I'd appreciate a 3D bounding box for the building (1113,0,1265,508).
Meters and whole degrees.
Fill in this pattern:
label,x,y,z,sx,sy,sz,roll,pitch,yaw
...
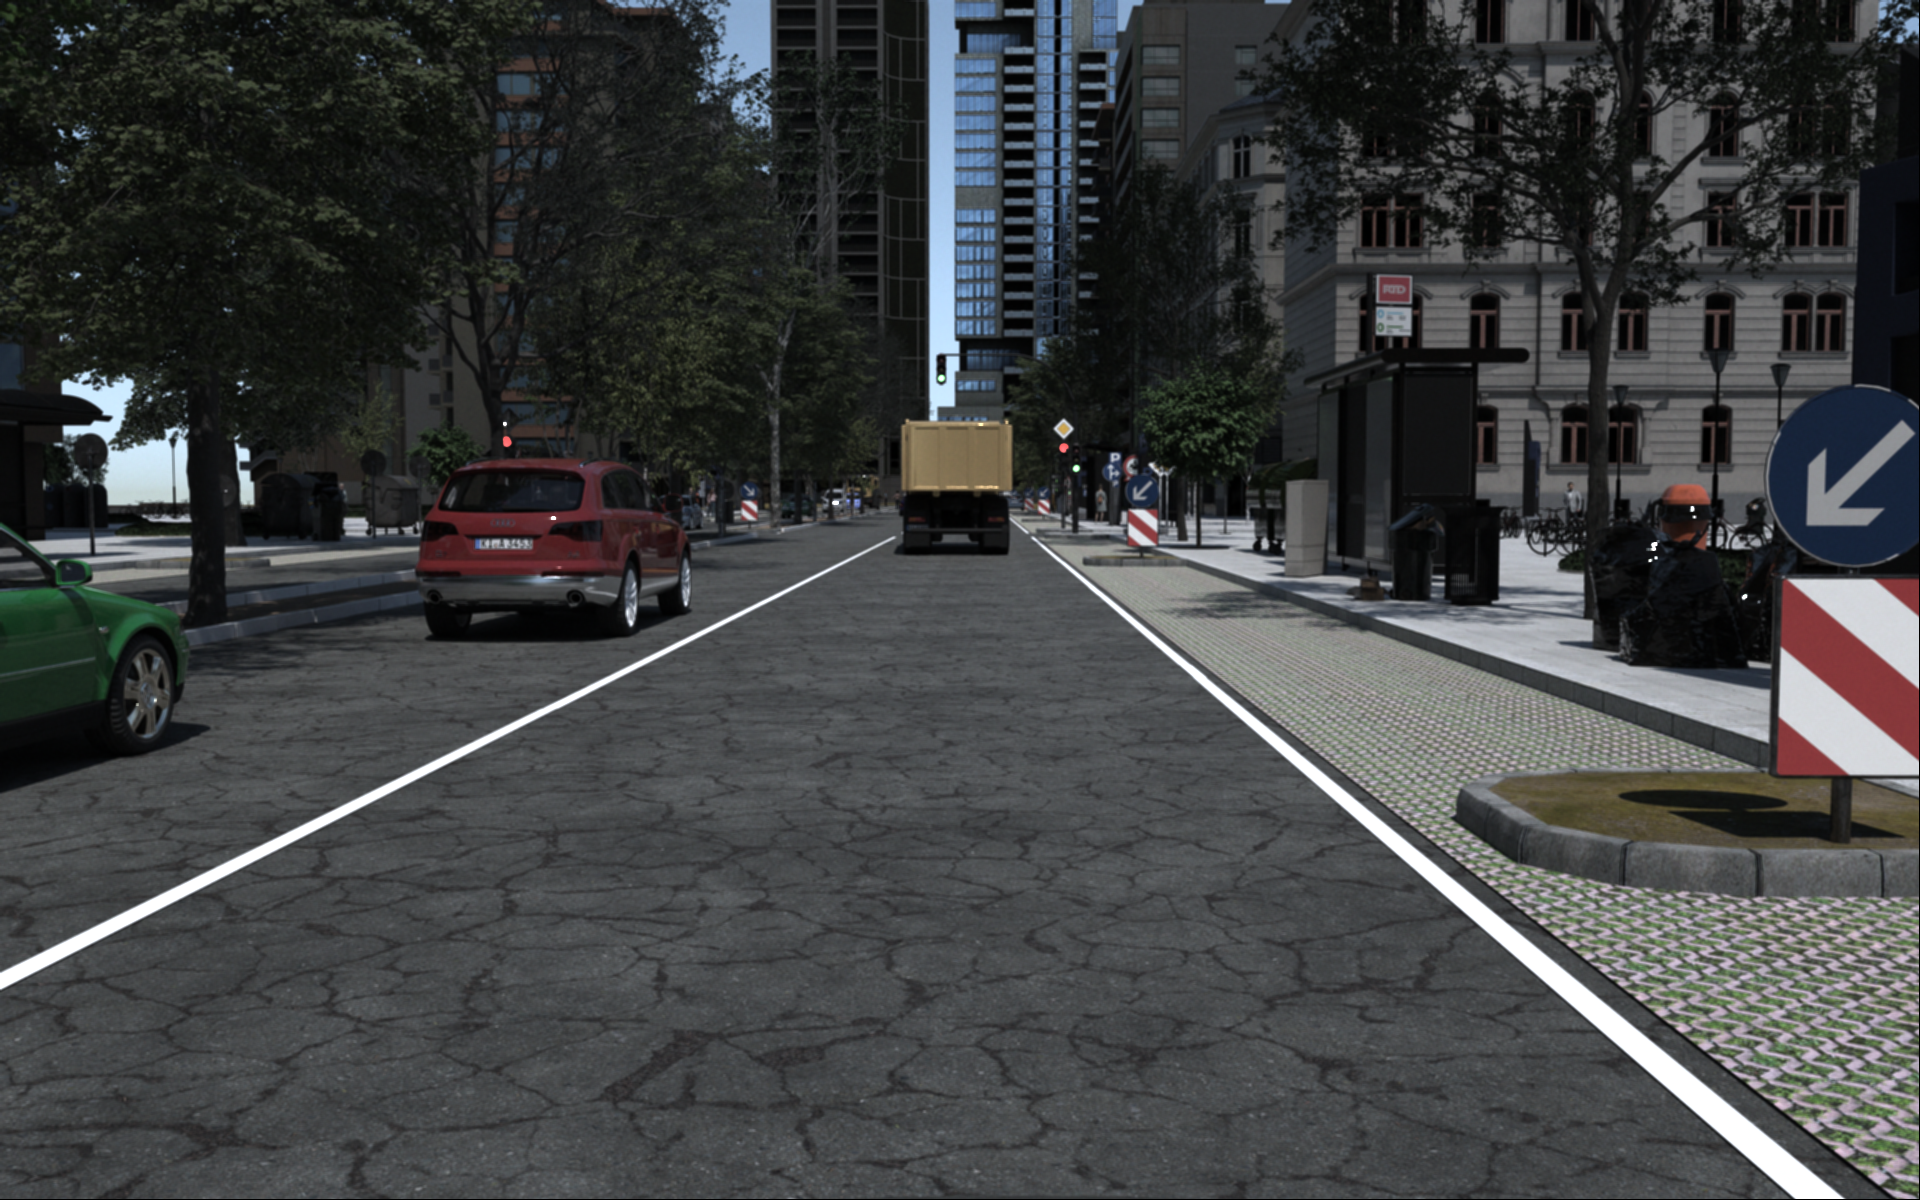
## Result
label,x,y,z,sx,sy,sz,roll,pitch,yaw
building,26.307,-33.224,166.920,21.300,48.544,21.600,0,4,1

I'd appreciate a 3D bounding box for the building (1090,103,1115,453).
label,x,y,z,sx,sy,sz,roll,pitch,yaw
building,25.892,-32.881,192.229,22.147,44.769,28.867,0,4,1

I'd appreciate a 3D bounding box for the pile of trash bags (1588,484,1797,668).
label,x,y,z,sx,sy,sz,roll,pitch,yaw
pile of trash bags,6.175,-0.276,14.261,1.912,1.369,3.447,1,4,13

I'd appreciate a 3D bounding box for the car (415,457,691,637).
label,x,y,z,sx,sy,sz,roll,pitch,yaw
car,-4.282,-0.628,18.948,2.281,1.827,5.304,0,4,1

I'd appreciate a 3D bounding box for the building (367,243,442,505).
label,x,y,z,sx,sy,sz,roll,pitch,yaw
building,-59.614,-26.270,201.211,14.107,30.474,14.160,0,4,1

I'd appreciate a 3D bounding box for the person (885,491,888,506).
label,x,y,z,sx,sy,sz,roll,pitch,yaw
person,-8.755,-12.052,205.528,0.705,1.826,1.348,1,4,8

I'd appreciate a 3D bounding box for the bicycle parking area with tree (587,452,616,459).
label,x,y,z,sx,sy,sz,roll,pitch,yaw
bicycle parking area with tree,-25.007,-8.159,120.398,9.016,4.147,8.231,1,4,19

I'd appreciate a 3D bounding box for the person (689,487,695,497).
label,x,y,z,sx,sy,sz,roll,pitch,yaw
person,-13.515,-4.815,87.650,0.534,1.772,0.576,-2,4,-33

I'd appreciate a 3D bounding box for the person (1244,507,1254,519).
label,x,y,z,sx,sy,sz,roll,pitch,yaw
person,15.193,-4.773,89.573,1.012,1.151,0.738,0,4,7

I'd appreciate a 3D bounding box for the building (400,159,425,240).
label,x,y,z,sx,sy,sz,roll,pitch,yaw
building,-72.377,-37.828,242.196,21.600,48.544,21.300,0,4,1

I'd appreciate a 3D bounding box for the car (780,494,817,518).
label,x,y,z,sx,sy,sz,roll,pitch,yaw
car,-9.605,-5.607,103.476,2.131,1.459,4.920,0,4,1

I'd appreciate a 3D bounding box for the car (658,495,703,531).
label,x,y,z,sx,sy,sz,roll,pitch,yaw
car,-11.404,-3.516,69.481,2.014,1.417,4.499,0,4,0

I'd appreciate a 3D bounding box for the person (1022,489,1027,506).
label,x,y,z,sx,sy,sz,roll,pitch,yaw
person,7.393,-11.496,193.989,0.705,1.826,1.348,-2,4,-30

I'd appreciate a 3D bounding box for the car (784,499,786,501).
label,x,y,z,sx,sy,sz,roll,pitch,yaw
car,-11.043,-6.596,119.649,2.131,1.459,4.920,0,4,2

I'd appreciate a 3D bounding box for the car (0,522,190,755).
label,x,y,z,sx,sy,sz,roll,pitch,yaw
car,-5.405,0.037,8.187,1.959,1.807,4.718,0,4,2

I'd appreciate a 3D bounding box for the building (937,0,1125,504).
label,x,y,z,sx,sy,sz,roll,pitch,yaw
building,11.030,-56.735,240.280,31.000,86.520,22.319,0,4,1

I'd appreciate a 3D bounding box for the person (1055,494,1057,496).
label,x,y,z,sx,sy,sz,roll,pitch,yaw
person,10.415,-11.578,195.350,1.348,1.823,0.705,-1,4,-10

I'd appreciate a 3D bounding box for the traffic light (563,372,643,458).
label,x,y,z,sx,sy,sz,roll,pitch,yaw
traffic light,-12.453,-5.484,64.335,4.771,5.953,1.251,0,4,1

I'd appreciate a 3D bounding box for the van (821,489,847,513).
label,x,y,z,sx,sy,sz,roll,pitch,yaw
van,-9.688,-7.764,133.945,2.013,2.044,4.112,0,4,1

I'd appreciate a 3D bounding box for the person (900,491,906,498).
label,x,y,z,sx,sy,sz,roll,pitch,yaw
person,-5.616,-10.332,178.166,1.217,1.736,0.721,1,4,11

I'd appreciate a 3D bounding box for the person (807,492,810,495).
label,x,y,z,sx,sy,sz,roll,pitch,yaw
person,-18.513,-12.466,209.805,0.705,1.831,1.348,2,4,30

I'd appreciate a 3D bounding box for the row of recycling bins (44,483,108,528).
label,x,y,z,sx,sy,sz,roll,pitch,yaw
row of recycling bins,-33.937,-3.583,65.699,3.534,1.692,1.069,1,4,12

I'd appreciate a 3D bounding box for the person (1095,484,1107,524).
label,x,y,z,sx,sy,sz,roll,pitch,yaw
person,5.938,-4.043,73.142,0.512,1.701,0.522,1,4,9

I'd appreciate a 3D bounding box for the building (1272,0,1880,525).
label,x,y,z,sx,sy,sz,roll,pitch,yaw
building,26.733,-17.753,77.648,23.554,28.519,14.401,0,4,1

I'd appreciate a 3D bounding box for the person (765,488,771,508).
label,x,y,z,sx,sy,sz,roll,pitch,yaw
person,-17.506,-9.430,159.854,0.705,1.869,1.348,2,4,35

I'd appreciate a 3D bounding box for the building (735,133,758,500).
label,x,y,z,sx,sy,sz,roll,pitch,yaw
building,-38.180,-33.131,196.324,28.867,44.769,22.147,0,4,1

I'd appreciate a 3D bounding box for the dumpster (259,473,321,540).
label,x,y,z,sx,sy,sz,roll,pitch,yaw
dumpster,-19.004,-2.665,49.323,1.264,1.857,1.865,0,4,1

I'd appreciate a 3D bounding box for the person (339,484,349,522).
label,x,y,z,sx,sy,sz,roll,pitch,yaw
person,-28.464,-4.467,79.563,0.515,1.767,0.782,1,4,20

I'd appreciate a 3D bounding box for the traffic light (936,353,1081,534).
label,x,y,z,sx,sy,sz,roll,pitch,yaw
traffic light,1.624,-4.976,56.018,4.771,5.953,1.251,0,4,1

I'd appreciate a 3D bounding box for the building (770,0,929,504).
label,x,y,z,sx,sy,sz,roll,pitch,yaw
building,-14.787,-49.032,239.923,20.611,71.187,20.563,0,4,1

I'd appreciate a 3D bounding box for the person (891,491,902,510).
label,x,y,z,sx,sy,sz,roll,pitch,yaw
person,-5.774,-9.126,158.425,1.217,1.736,0.721,-3,4,-39

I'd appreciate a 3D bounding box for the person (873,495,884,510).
label,x,y,z,sx,sy,sz,roll,pitch,yaw
person,-6.885,-8.353,145.587,1.217,1.766,0.721,2,4,30

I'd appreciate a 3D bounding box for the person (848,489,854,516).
label,x,y,z,sx,sy,sz,roll,pitch,yaw
person,-6.764,-6.047,107.707,0.374,1.781,0.599,1,4,19

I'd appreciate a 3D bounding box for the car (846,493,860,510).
label,x,y,z,sx,sy,sz,roll,pitch,yaw
car,-9.698,-8.967,156.196,1.945,1.707,3.694,0,4,2

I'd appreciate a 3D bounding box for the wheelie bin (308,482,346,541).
label,x,y,z,sx,sy,sz,roll,pitch,yaw
wheelie bin,-17.208,-2.400,47.151,0.693,1.594,0.980,3,5,42

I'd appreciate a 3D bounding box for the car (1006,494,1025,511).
label,x,y,z,sx,sy,sz,roll,pitch,yaw
car,4.681,-8.426,149.762,2.014,1.417,4.499,0,4,1

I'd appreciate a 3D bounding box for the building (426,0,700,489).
label,x,y,z,sx,sy,sz,roll,pitch,yaw
building,-35.139,-30.612,155.133,22.147,44.769,28.867,0,4,1

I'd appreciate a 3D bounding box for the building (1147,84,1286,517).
label,x,y,z,sx,sy,sz,roll,pitch,yaw
building,22.693,-20.826,116.926,17.030,29.872,44.131,0,4,1

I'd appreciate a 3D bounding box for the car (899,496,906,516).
label,x,y,z,sx,sy,sz,roll,pitch,yaw
car,-3.051,-6.170,113.465,1.945,1.354,3.894,0,4,1

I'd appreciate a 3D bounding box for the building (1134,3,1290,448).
label,x,y,z,sx,sy,sz,roll,pitch,yaw
building,21.912,-28.449,148.728,14.154,41.232,14.086,0,4,1

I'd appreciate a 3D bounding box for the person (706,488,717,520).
label,x,y,z,sx,sy,sz,roll,pitch,yaw
person,-13.869,-5.341,96.414,0.593,1.750,0.643,-1,4,-23

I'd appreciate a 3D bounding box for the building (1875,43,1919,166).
label,x,y,z,sx,sy,sz,roll,pitch,yaw
building,47.820,-13.892,76.278,18.267,20.994,9.793,0,4,1

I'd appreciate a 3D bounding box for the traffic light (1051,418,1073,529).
label,x,y,z,sx,sy,sz,roll,pitch,yaw
traffic light,3.815,-4.599,64.118,0.839,4.253,0.868,0,4,1

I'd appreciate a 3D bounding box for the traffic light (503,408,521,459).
label,x,y,z,sx,sy,sz,roll,pitch,yaw
traffic light,-14.643,-4.124,56.341,0.839,4.253,0.868,0,4,1

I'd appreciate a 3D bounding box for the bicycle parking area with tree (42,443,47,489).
label,x,y,z,sx,sy,sz,roll,pitch,yaw
bicycle parking area with tree,-46.123,-5.810,82.002,8.231,4.147,9.016,-2,4,-29

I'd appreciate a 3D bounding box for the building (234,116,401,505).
label,x,y,z,sx,sy,sz,roll,pitch,yaw
building,-73.775,-33.651,200.298,14.200,45.320,14.600,0,4,1

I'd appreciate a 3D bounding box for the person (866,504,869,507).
label,x,y,z,sx,sy,sz,roll,pitch,yaw
person,-10.419,-11.354,194.961,1.217,1.723,0.721,-3,4,-36

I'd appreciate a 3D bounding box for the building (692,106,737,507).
label,x,y,z,sx,sy,sz,roll,pitch,yaw
building,-30.831,-30.155,176.627,14.154,41.232,14.086,0,4,1

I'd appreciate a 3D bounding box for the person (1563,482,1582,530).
label,x,y,z,sx,sy,sz,roll,pitch,yaw
person,21.172,-3.152,59.887,0.661,1.843,0.795,3,5,40

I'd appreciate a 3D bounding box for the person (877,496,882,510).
label,x,y,z,sx,sy,sz,roll,pitch,yaw
person,-7.251,-8.961,155.720,0.721,1.735,1.217,1,4,18

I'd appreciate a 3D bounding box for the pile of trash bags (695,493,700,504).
label,x,y,z,sx,sy,sz,roll,pitch,yaw
pile of trash bags,-16.957,-5.815,104.824,3.447,1.369,1.912,3,5,41

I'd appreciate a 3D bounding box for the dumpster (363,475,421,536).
label,x,y,z,sx,sy,sz,roll,pitch,yaw
dumpster,-17.774,-2.962,54.185,1.264,1.857,1.865,0,4,1

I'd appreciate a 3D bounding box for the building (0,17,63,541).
label,x,y,z,sx,sy,sz,roll,pitch,yaw
building,-32.146,-23.858,40.197,14.200,45.320,14.600,0,4,1

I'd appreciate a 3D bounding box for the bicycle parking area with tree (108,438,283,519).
label,x,y,z,sx,sy,sz,roll,pitch,yaw
bicycle parking area with tree,-40.173,-6.403,91.686,9.016,4.147,8.231,1,4,16

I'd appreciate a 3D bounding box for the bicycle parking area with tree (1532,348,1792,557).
label,x,y,z,sx,sy,sz,roll,pitch,yaw
bicycle parking area with tree,16.406,-3.019,36.362,8.231,4.147,9.016,-3,5,-39

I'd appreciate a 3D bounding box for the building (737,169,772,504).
label,x,y,z,sx,sy,sz,roll,pitch,yaw
building,-32.229,-35.945,237.806,14.200,45.320,14.600,0,4,1

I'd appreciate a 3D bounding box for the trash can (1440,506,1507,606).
label,x,y,z,sx,sy,sz,roll,pitch,yaw
trash can,5.926,-0.513,20.037,0.748,1.137,0.748,0,3,0
